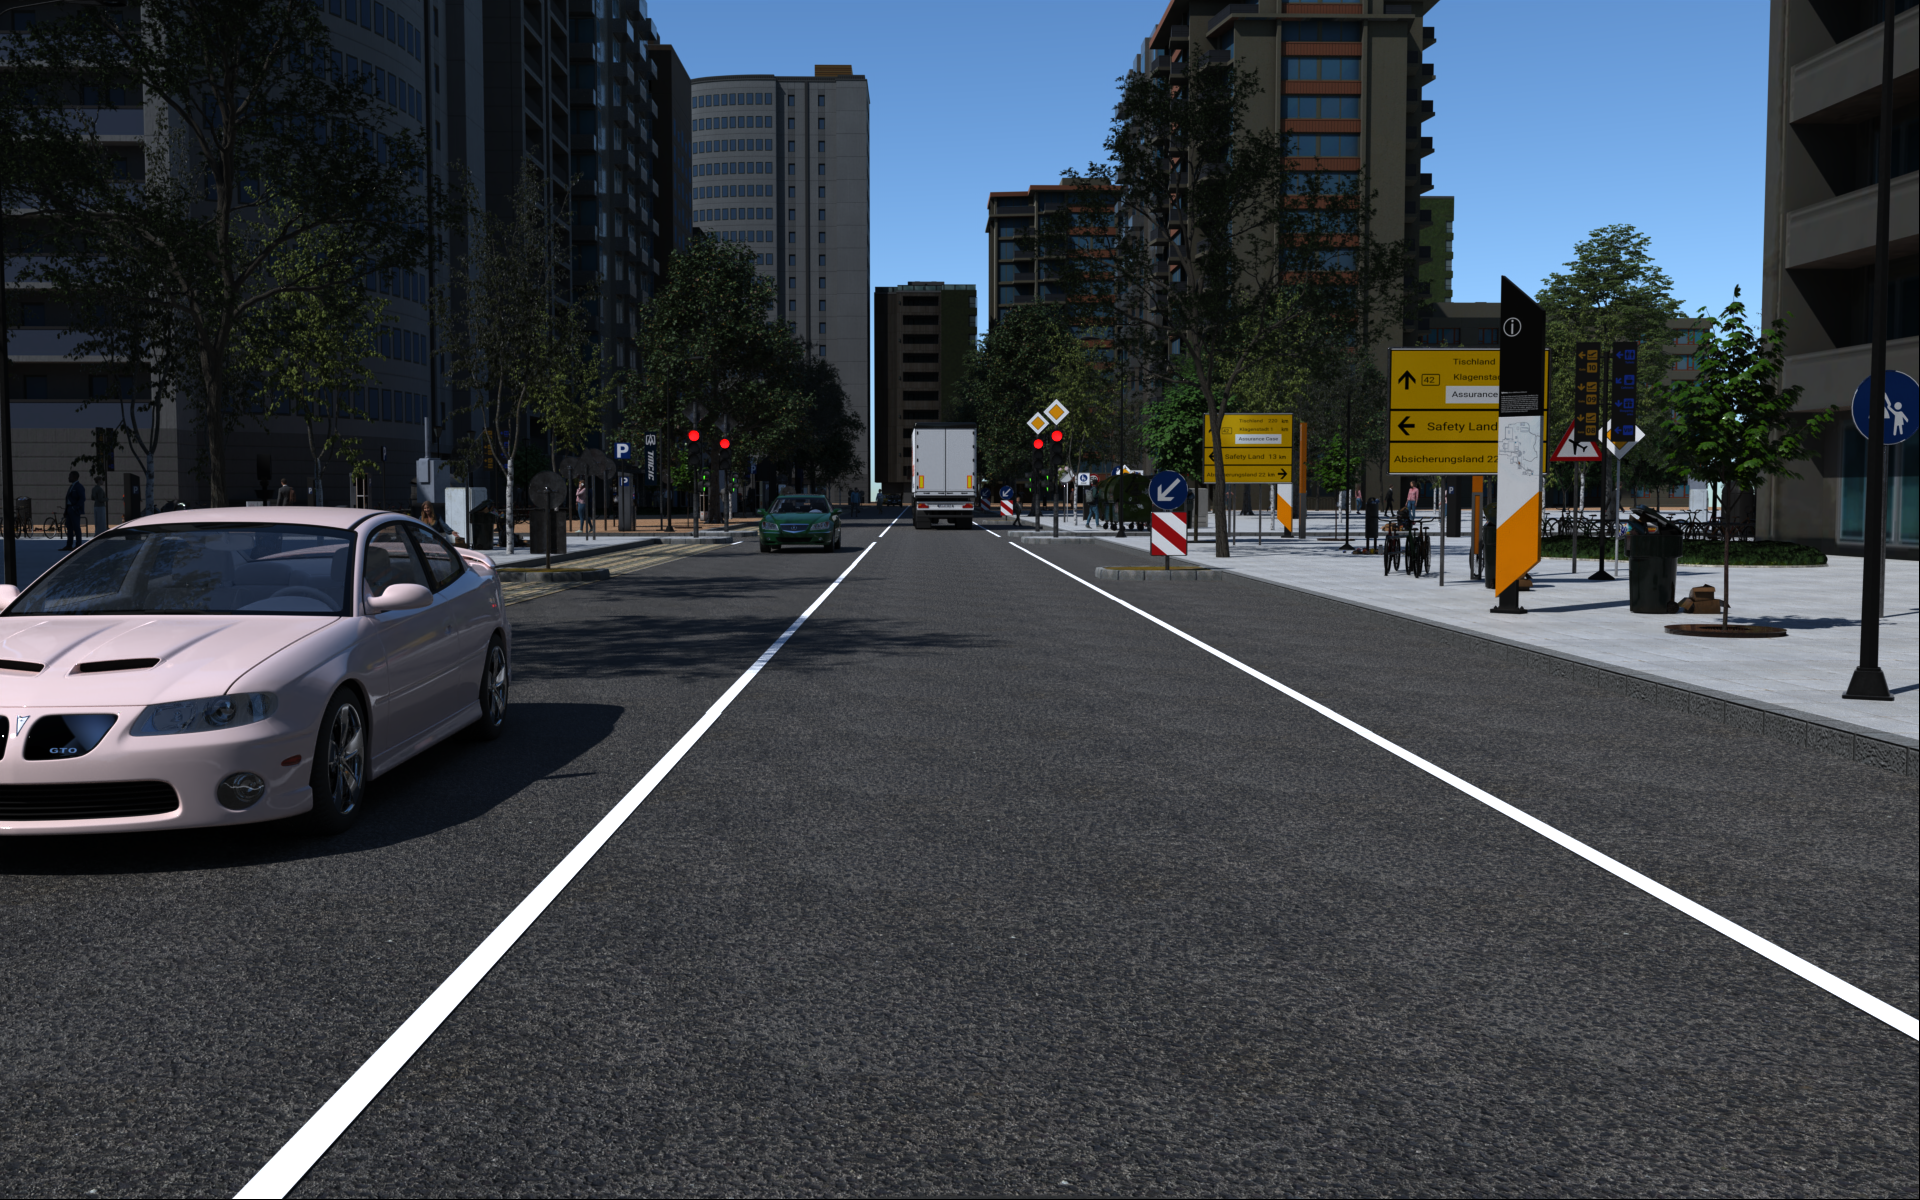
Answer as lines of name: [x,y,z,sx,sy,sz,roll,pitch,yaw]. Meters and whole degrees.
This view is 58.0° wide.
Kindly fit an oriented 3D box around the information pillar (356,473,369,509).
information pillar: [-21.012,-3.451,60.911,0.304,2.012,0.304,1,4,9]

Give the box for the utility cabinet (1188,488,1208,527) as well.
utility cabinet: [8.877,-3.515,66.157,1.173,1.500,0.318,-1,4,-16]

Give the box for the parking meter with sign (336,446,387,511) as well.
parking meter with sign: [-21.676,-4.060,62.639,1.738,3.016,0.543,0,4,-6]

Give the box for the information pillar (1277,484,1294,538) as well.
information pillar: [9.551,-3.635,50.780,0.504,3.616,0.183,3,5,40]

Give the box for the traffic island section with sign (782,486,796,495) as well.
traffic island section with sign: [-8.210,-4.590,83.675,1.989,1.847,2.006,0,4,-1]

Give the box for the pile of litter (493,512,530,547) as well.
pile of litter: [-10.880,-1.740,42.414,1.176,0.858,1.719,-1,4,-13]

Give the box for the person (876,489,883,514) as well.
person: [-5.707,-7.033,123.707,0.478,1.798,0.641,3,4,37]

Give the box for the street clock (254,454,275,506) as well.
street clock: [-12.516,-1.629,31.198,0.358,2.002,0.471,-1,4,-19]

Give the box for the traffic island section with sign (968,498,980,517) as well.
traffic island section with sign: [1.493,-6.244,110.714,1.989,1.847,2.006,0,4,-1]

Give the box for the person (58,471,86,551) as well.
person: [-20.007,-2.011,39.107,0.721,1.800,0.419,2,4,33]

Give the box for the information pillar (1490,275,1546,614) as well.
information pillar: [5.971,-1.660,18.493,0.504,3.616,0.183,3,5,43]

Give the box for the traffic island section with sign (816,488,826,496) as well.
traffic island section with sign: [-8.845,-6.268,111.108,1.989,1.847,2.006,0,4,-1]

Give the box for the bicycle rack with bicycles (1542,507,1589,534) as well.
bicycle rack with bicycles: [16.456,-2.173,48.908,2.852,0.926,2.925,0,4,-2]

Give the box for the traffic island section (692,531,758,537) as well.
traffic island section: [-7.967,-2.242,58.934,2.009,0.180,2.903,0,4,-1]

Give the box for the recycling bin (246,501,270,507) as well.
recycling bin: [-24.262,-2.897,59.913,0.722,1.027,0.722,-1,4,-17]

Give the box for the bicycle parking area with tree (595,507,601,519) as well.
bicycle parking area with tree: [-22.025,-6.108,86.860,9.016,4.147,8.231,1,4,9]

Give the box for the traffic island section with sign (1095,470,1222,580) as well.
traffic island section with sign: [3.355,-1.288,29.683,1.989,1.847,2.006,0,4,-1]

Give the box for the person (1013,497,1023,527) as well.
person: [2.572,-3.885,76.295,0.640,1.303,0.475,3,4,38]

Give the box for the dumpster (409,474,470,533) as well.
dumpster: [-14.345,-2.567,47.735,1.264,1.857,1.865,0,4,-1]

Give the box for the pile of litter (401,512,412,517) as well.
pile of litter: [-13.706,-1.712,41.957,1.176,0.858,1.719,2,4,35]

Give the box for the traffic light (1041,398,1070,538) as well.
traffic light: [2.815,-3.802,51.075,0.839,4.253,0.868,0,4,-1]

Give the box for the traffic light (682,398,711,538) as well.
traffic light: [-7.743,-3.786,50.818,0.839,4.253,0.868,0,4,-1]

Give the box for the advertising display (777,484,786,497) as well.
advertising display: [-11.408,-6.458,110.801,0.123,1.923,0.974,2,4,26]

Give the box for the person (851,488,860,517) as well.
person: [-6.518,-6.076,107.712,0.638,1.841,0.748,-1,4,-18]

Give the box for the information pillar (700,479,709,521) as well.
information pillar: [-12.176,-4.769,82.472,0.304,2.012,0.304,3,5,41]

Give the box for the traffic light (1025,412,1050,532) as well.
traffic light: [2.632,-4.290,59.058,0.839,4.253,0.868,0,4,-1]

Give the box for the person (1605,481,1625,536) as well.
person: [21.386,-2.940,56.345,0.755,1.850,0.659,0,4,4]

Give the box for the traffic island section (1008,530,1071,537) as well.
traffic island section: [2.672,-2.256,59.173,2.009,0.180,2.903,0,4,-1]

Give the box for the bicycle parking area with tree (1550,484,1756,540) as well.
bicycle parking area with tree: [19.479,-3.382,42.291,9.016,4.147,8.231,1,4,12]

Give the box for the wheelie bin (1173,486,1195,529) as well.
wheelie bin: [8.276,-3.439,64.133,0.980,1.594,0.693,-3,5,-42]

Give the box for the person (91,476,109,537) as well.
person: [-22.802,-2.409,45.982,0.519,1.759,0.362,3,5,41]

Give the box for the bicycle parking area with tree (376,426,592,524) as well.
bicycle parking area with tree: [-22.203,-5.432,75.813,9.016,4.147,8.231,1,4,13]

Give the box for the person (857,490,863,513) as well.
person: [-7.814,-7.571,132.565,0.678,1.792,0.850,-2,4,-31]

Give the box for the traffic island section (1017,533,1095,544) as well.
traffic island section: [2.856,-1.768,51.190,2.009,0.180,2.903,0,4,-1]

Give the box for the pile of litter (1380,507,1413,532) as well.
pile of litter: [15.041,-2.803,59.801,1.176,0.858,1.719,3,5,41]

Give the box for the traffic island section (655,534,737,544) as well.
traffic island section: [-7.783,-1.754,50.951,2.009,0.180,2.903,0,4,-1]

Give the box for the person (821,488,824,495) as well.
person: [-8.135,-5.769,103.163,0.374,1.781,0.599,-1,4,-13]

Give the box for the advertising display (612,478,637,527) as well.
advertising display: [-13.238,-3.859,68.304,0.974,1.923,0.123,1,4,10]

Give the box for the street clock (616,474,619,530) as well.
street clock: [-11.958,-3.460,61.135,0.358,2.002,0.471,-2,4,-29]

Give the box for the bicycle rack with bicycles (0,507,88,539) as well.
bicycle rack with bicycles: [-26.731,-2.244,50.067,2.852,0.926,2.925,0,4,-4]

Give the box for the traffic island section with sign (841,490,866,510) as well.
traffic island section with sign: [-9.985,-9.300,160.674,1.989,1.847,2.006,0,4,-1]

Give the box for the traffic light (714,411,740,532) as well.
traffic light: [-7.926,-4.274,58.801,0.839,4.253,0.868,0,4,-1]

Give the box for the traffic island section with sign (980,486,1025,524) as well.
traffic island section with sign: [2.107,-4.596,83.766,1.989,1.847,2.006,0,4,-1]

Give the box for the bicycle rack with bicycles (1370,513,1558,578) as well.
bicycle rack with bicycles: [7.675,-0.858,27.408,2.852,0.926,2.925,2,4,29]

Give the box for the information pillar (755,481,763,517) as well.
information pillar: [-11.387,-5.727,98.122,0.304,2.012,0.304,2,4,23]

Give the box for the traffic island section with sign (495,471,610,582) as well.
traffic island section with sign: [-6.956,-1.246,29.002,1.989,1.847,2.006,0,4,-1]

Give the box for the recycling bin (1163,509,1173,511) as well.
recycling bin: [9.048,-3.765,74.108,0.722,1.027,0.722,-1,4,-9]

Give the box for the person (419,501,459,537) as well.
person: [-10.367,-1.383,34.157,1.012,1.151,0.738,0,4,-6]
